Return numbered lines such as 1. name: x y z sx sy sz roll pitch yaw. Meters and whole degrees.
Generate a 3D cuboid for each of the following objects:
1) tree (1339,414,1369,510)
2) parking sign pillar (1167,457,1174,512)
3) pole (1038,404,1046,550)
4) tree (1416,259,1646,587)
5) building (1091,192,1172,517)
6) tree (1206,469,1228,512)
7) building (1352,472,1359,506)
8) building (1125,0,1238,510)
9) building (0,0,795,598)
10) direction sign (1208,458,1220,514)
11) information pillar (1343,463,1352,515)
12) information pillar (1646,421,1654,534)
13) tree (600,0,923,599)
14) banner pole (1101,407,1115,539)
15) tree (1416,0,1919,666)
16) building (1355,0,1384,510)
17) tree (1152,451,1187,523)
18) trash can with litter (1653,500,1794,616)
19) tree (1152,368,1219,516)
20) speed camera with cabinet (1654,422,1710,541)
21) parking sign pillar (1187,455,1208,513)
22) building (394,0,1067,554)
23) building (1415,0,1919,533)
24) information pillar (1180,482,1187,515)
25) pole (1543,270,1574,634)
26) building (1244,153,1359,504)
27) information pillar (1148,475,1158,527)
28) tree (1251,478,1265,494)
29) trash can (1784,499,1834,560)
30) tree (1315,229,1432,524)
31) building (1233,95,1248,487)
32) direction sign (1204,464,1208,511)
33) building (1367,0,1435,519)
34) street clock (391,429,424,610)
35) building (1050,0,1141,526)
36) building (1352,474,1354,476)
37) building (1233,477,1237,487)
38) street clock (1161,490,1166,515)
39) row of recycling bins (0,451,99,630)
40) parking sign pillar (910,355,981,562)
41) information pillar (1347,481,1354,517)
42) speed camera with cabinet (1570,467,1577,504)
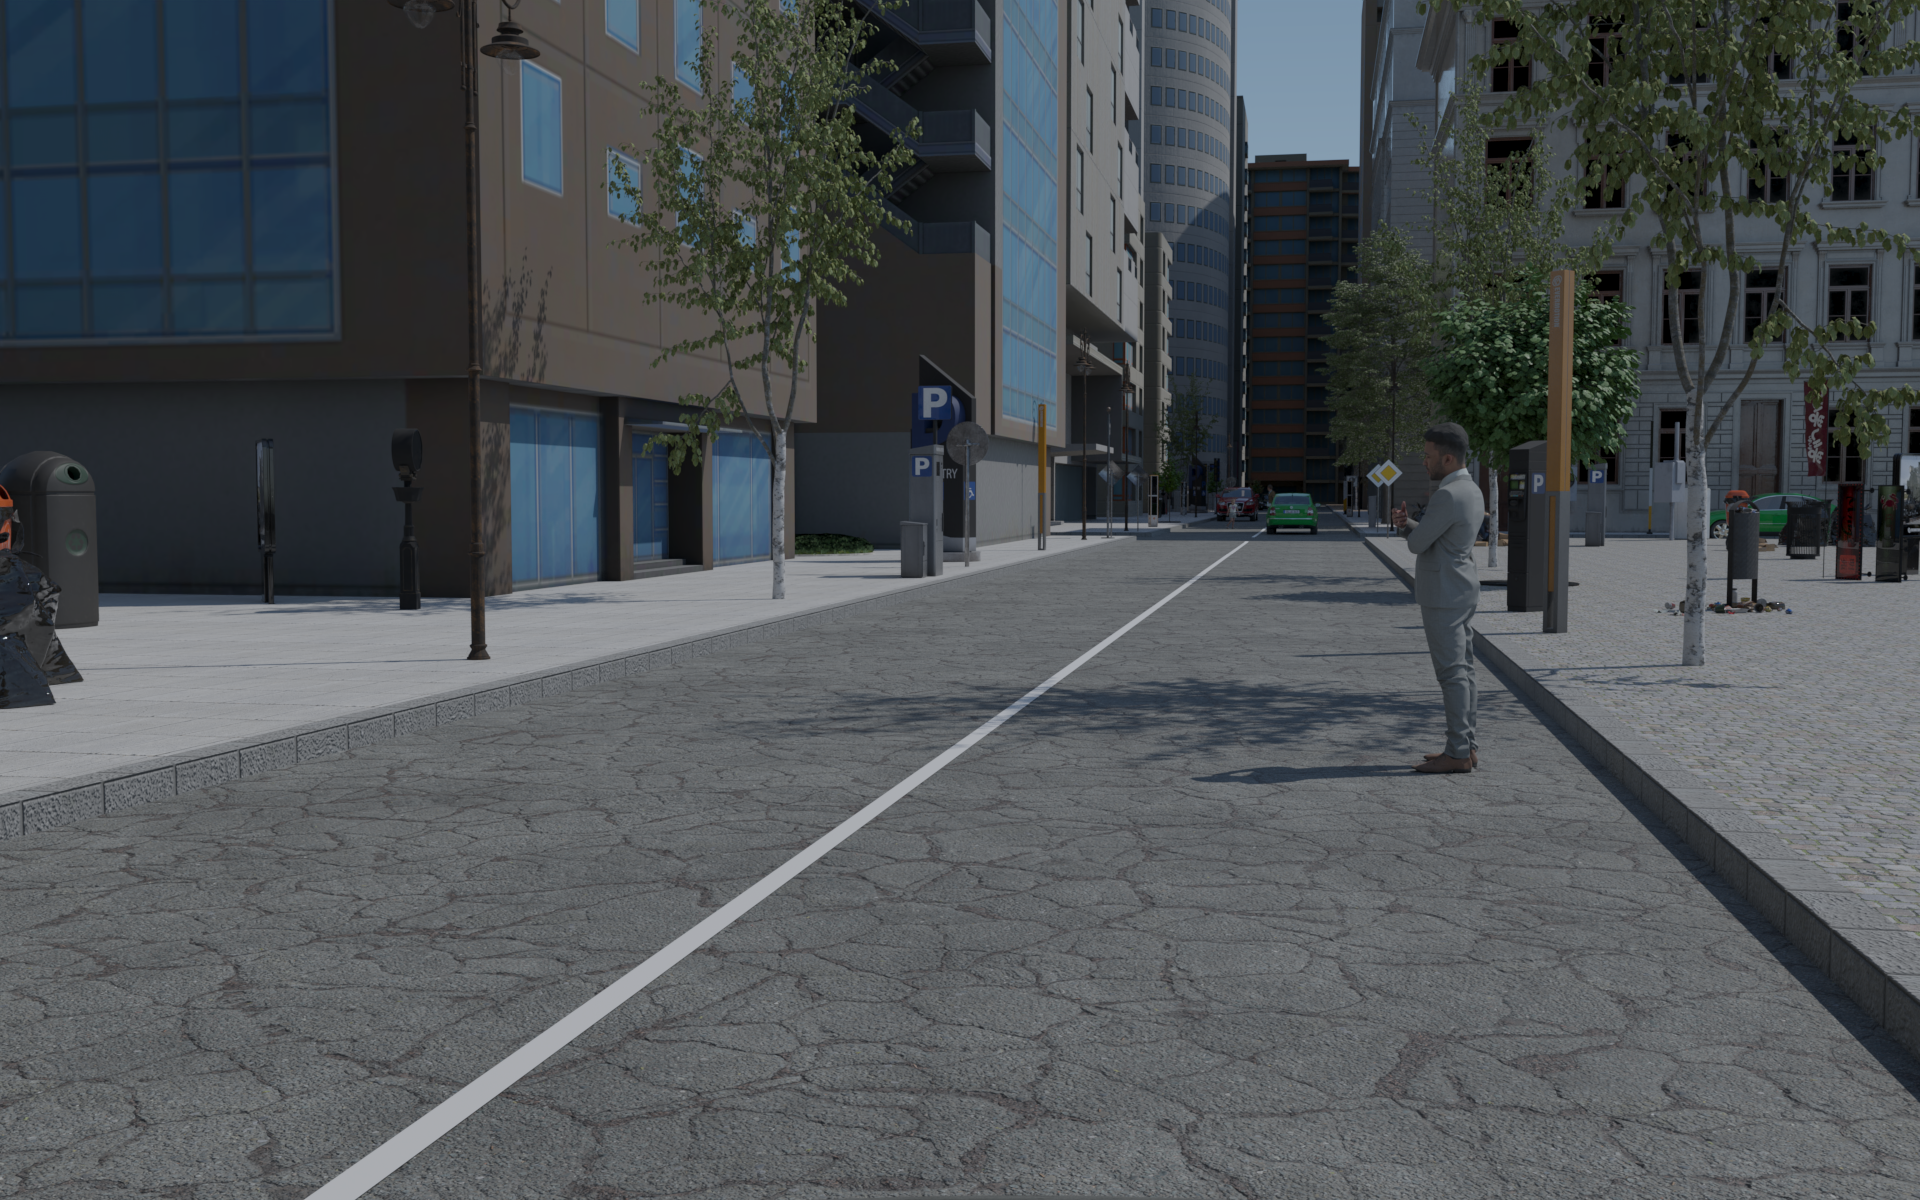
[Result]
1. tree: 31.198 -11.315 135.359 4.360 8.622 3.978 0 3 0
2. parking sign pillar: 14.930 -8.407 125.922 1.447 3.967 1.447 -1 4 -20
3. pole: 1.867 -2.784 39.366 0.158 3.312 0.155 0 3 0
4. tree: 8.096 -2.495 24.506 4.285 4.588 4.351 0 3 0
5. building: -1.382 -16.320 111.867 27.650 21.520 28.899 1 4 11
6. tree: 17.785 -7.807 122.245 1.663 3.219 1.824 0 3 0
7. building: 53.646 -46.026 190.771 20.563 71.187 20.611 1 4 11
8. building: 12.404 -37.089 148.407 21.231 58.520 28.212 1 4 11
9. building: -11.039 -23.099 27.784 14.600 45.320 14.200 1 4 11
10. direction sign: 16.192 -7.170 109.230 0.379 3.537 0.876 2 4 31
11. information pillar: 24.265 -7.165 108.505 0.504 3.616 0.183 1 4 9
12. information pillar: 22.114 -3.919 55.429 0.183 3.616 0.504 1 4 22
13. tree: -2.291 -4.330 21.153 4.737 8.622 4.395 0 3 0
14. banner pole: 4.315 -3.680 50.191 0.401 3.779 0.863 1 4 10
15. tree: 5.393 -3.802 12.527 4.737 8.622 4.395 0 3 0
16. building: 40.687 -30.296 145.443 14.600 45.320 14.200 1 4 11
17. tree: 9.321 -5.105 78.063 1.663 3.219 1.824 0 3 0
18. trash can with litter: 8.299 -0.489 19.050 2.233 1.210 1.678 -3 4 -36
19. tree: 13.208 -9.280 102.096 4.737 8.622 4.395 0 3 0
20. speed camera with cabinet: 20.185 -3.305 48.375 2.038 3.252 0.660 -3 4 -38
21. parking sign pillar: 15.886 -7.796 115.941 1.447 3.967 1.447 -2 4 -34
22. building: -5.100 -24.253 46.645 14.200 45.320 14.600 1 4 11
23. building: 27.126 -13.743 60.855 21.152 22.565 11.583 1 4 11
24. information pillar: 13.948 -6.328 107.953 0.304 2.012 0.304 3 4 38
25. pole: 5.506 -1.351 15.928 0.158 3.312 0.155 0 3 0
26. building: 40.981 -34.956 226.149 28.867 44.769 22.147 1 4 11
27. information pillar: 7.517 -3.849 67.416 0.304 2.012 0.304 -1 4 -14
28. tree: 34.181 -12.499 198.967 1.663 3.219 1.824 0 3 0
29. trash can: 16.618 -1.374 34.117 0.748 1.137 0.748 0 3 0
30. tree: 18.796 -9.584 74.828 7.486 12.596 7.792 0 3 0
31. building: 21.674 -35.116 197.855 21.600 48.544 21.300 1 4 11
32. direction sign: 18.419 -8.352 128.556 0.876 3.537 0.379 0 4 0
33. building: 28.601 -19.436 95.275 11.434 29.767 29.804 1 4 11
34. street clock: -6.114 -0.895 19.203 0.358 2.002 0.471 0 4 -3
35. building: -6.655 -29.717 75.115 28.713 52.752 27.495 1 4 11
36. building: 50.250 -33.426 166.129 23.786 49.044 30.456 1 4 11
37. building: 11.714 -29.599 175.818 32.217 40.220 23.993 1 4 11
38. street clock: 12.568 -6.277 107.197 0.358 2.002 0.471 -1 4 -19
39. row of recycling bins: -9.774 -0.527 15.726 1.069 1.692 3.534 3 5 43
40. parking sign pillar: -0.323 -2.731 33.123 1.447 3.967 1.447 3 4 38
41. information pillar: 21.689 -5.615 96.302 0.304 2.012 0.304 2 4 24
42. speed camera with cabinet: 18.835 -3.771 55.995 2.038 3.252 0.660 1 4 11
